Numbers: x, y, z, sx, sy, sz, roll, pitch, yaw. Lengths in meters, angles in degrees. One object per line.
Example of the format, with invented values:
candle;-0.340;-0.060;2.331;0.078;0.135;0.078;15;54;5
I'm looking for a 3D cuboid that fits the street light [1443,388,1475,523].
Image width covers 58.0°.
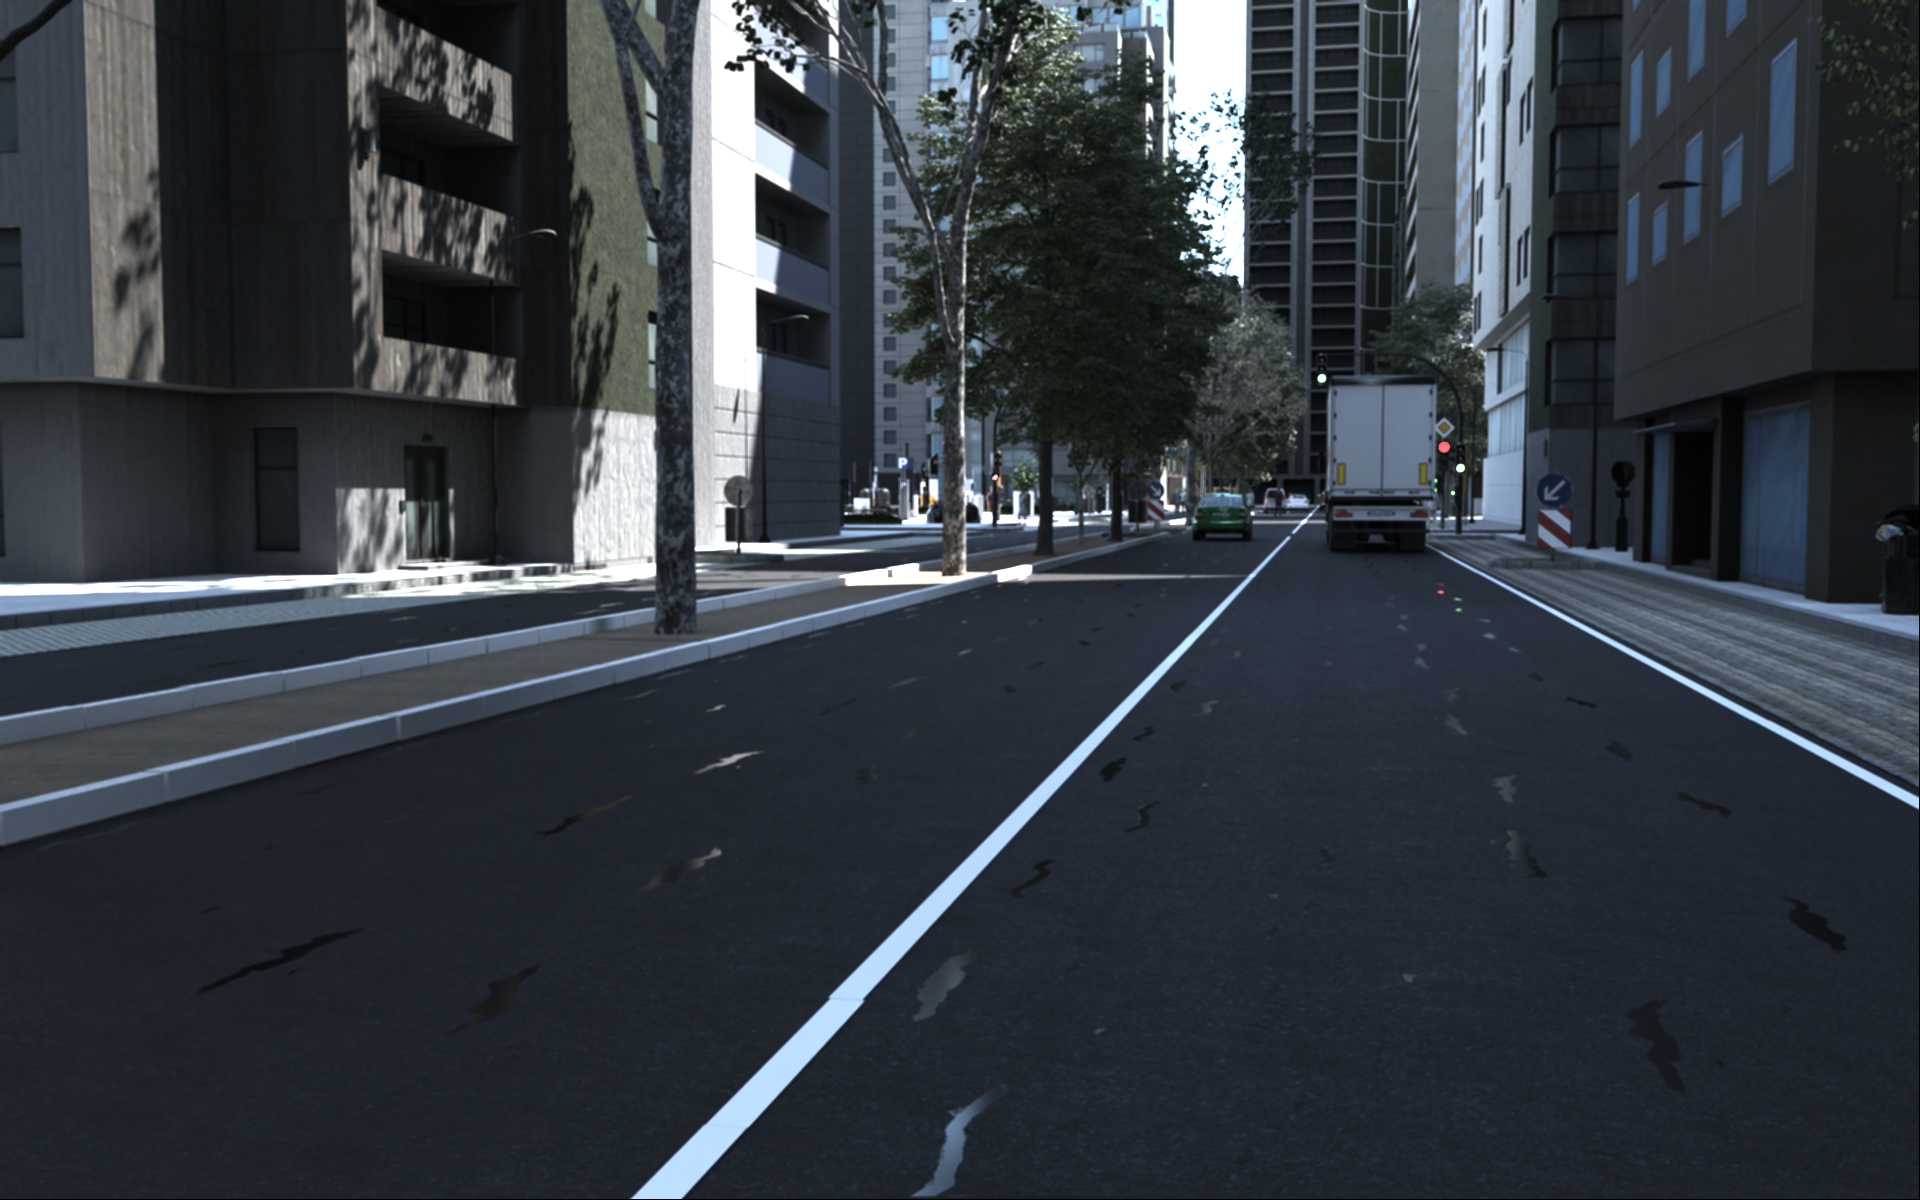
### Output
street light;21.998;-6.337;76.154;1.470;5.913;1.316;1;4;12

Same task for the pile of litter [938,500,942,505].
pile of litter;-1.863;-7.686;139.627;1.176;0.858;1.719;-3;5;-42

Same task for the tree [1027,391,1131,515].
tree;7.568;-10.591;107.582;7.601;10.594;8.767;1;4;9

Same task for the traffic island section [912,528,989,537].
traffic island section;-0.359;-2.240;58.912;2.009;0.180;2.903;1;4;12

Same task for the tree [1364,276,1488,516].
tree;28.066;-11.772;99.121;9.857;13.997;8.962;0;3;0

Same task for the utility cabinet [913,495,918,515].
utility cabinet;-2.848;-5.149;95.355;1.020;1.237;0.306;1;4;18

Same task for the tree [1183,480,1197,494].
tree;25.437;-12.156;193.350;1.663;3.219;1.824;0;3;0

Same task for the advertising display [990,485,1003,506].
advertising display;2.639;-7.279;124.217;0.974;1.923;0.123;-2;4;-23

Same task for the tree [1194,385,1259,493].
tree;16.962;-9.501;108.154;4.737;8.622;4.395;0;3;0

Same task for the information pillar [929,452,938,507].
information pillar;-1.449;-6.411;96.175;0.504;3.616;0.183;-1;4;-23

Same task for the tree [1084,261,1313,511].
tree;13.029;-10.803;89.460;12.009;13.543;11.850;0;3;0

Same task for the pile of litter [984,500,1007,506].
pile of litter;2.374;-7.201;131.704;1.719;0.858;1.176;-1;4;-15

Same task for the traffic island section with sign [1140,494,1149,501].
traffic island section with sign;12.574;-6.675;117.768;1.989;1.847;2.006;1;4;12

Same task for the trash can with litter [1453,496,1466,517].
trash can with litter;27.947;-5.218;96.701;0.624;1.170;1.055;-1;4;-17

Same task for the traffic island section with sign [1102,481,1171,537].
traffic island section with sign;5.862;-3.039;57.827;2.006;1.907;1.989;1;4;12

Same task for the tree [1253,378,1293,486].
tree;20.283;-12.462;124.345;7.486;12.596;7.792;0;3;0

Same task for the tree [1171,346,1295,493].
tree;15.523;-10.100;102.003;8.767;10.594;7.601;1;4;12

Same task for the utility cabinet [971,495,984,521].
utility cabinet;0.909;-4.459;84.068;0.306;1.237;1.020;-1;4;-11

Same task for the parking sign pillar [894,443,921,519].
parking sign pillar;-2.800;-6.298;91.441;1.447;3.967;1.447;-1;4;-14

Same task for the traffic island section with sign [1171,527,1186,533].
traffic island section with sign;7.420;-3.482;65.069;2.006;1.907;1.989;1;4;12

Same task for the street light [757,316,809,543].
street light;-4.620;-4.450;45.306;1.470;5.913;1.316;1;4;12

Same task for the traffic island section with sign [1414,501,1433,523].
traffic island section with sign;22.851;-4.826;87.535;1.989;1.847;2.006;1;4;12

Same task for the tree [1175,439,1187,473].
tree;25.077;-14.503;187.485;4.737;8.622;4.395;0;3;0

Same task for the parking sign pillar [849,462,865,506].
parking sign pillar;-8.594;-9.561;144.786;1.447;3.967;1.447;-1;4;-13

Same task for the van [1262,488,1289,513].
van;23.704;-7.528;130.098;2.013;2.044;4.112;1;4;11

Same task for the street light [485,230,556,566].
street light;-7.777;-3.557;30.701;1.470;5.913;1.316;1;4;12

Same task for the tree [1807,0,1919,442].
tree;9.763;-3.927;14.563;4.737;8.622;4.395;0;3;0

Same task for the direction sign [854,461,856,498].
direction sign;-7.327;-7.857;120.459;0.379;3.537;0.876;-1;4;-10

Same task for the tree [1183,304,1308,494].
tree;18.683;-12.635;115.691;9.857;13.997;8.962;0;3;0

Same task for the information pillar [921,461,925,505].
information pillar;-2.648;-8.098;123.763;0.183;3.616;0.504;2;4;30

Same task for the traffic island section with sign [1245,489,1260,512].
traffic island section with sign;23.124;-7.977;138.554;2.006;1.907;1.989;1;4;12

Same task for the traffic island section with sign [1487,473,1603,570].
traffic island section with sign;11.312;-1.527;33.595;1.989;1.847;2.006;1;4;12

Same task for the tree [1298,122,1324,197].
tree;9.055;-13.330;76.292;12.611;20.169;13.585;0;3;0

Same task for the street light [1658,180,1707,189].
street light;11.016;-3.250;25.674;1.470;5.913;1.316;1;4;12

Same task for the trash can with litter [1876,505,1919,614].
trash can with litter;10.157;-0.450;18.740;0.624;1.170;1.055;1;4;18

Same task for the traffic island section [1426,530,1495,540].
traffic island section;15.964;-2.027;55.429;2.009;0.180;2.903;1;4;12

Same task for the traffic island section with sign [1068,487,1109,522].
traffic island section with sign;6.789;-5.021;90.722;1.989;1.847;2.006;1;4;12

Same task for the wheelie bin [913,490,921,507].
wheelie bin;-3.597;-7.860;136.424;0.980;1.594;0.693;0;4;-7

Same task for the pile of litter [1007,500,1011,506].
pile of litter;3.860;-7.469;136.075;1.719;0.858;1.176;0;4;1

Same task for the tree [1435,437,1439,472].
tree;35.209;-11.063;131.242;4.360;8.622;3.978;0;3;0

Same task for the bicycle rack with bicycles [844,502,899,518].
bicycle rack with bicycles;-4.128;-3.874;76.724;2.925;0.926;2.852;-1;4;-17

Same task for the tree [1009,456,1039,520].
tree;3.107;-5.649;86.967;1.663;3.219;1.824;0;3;0

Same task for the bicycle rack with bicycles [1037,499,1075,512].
bicycle rack with bicycles;6.903;-6.619;121.608;2.925;0.926;2.852;0;4;5

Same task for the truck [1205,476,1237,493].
truck;24.404;-9.973;158.976;3.469;3.379;9.791;1;4;11

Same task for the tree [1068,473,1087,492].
tree;9.698;-8.928;140.574;1.663;3.219;1.824;0;3;0

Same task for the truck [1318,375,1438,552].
truck;11.086;-3.520;46.466;2.839;4.237;11.283;1;4;11

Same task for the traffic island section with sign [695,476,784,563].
traffic island section with sign;-4.809;-1.705;36.505;1.989;1.847;2.006;1;4;12

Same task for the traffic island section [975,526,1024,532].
traffic island section;1.311;-2.718;66.721;2.009;0.180;2.903;1;4;12

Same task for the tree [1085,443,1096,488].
tree;10.339;-10.615;123.911;4.360;8.622;3.978;0;3;0

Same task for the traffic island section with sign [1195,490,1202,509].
traffic island section with sign;22.921;-9.636;166.170;1.989;1.847;2.006;1;4;12

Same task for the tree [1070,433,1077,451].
tree;12.600;-13.583;132.452;12.009;13.543;11.850;0;3;0

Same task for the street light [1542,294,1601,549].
street light;14.213;-4.142;40.271;1.470;5.913;1.316;1;4;12

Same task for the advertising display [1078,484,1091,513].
advertising display;8.267;-6.716;115.015;0.974;1.923;0.123;2;4;32

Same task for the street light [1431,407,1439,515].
street light;25.151;-7.258;91.207;1.470;5.913;1.316;1;4;12

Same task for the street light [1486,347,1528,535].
street light;17.348;-5.036;54.880;1.470;5.913;1.316;1;4;12
